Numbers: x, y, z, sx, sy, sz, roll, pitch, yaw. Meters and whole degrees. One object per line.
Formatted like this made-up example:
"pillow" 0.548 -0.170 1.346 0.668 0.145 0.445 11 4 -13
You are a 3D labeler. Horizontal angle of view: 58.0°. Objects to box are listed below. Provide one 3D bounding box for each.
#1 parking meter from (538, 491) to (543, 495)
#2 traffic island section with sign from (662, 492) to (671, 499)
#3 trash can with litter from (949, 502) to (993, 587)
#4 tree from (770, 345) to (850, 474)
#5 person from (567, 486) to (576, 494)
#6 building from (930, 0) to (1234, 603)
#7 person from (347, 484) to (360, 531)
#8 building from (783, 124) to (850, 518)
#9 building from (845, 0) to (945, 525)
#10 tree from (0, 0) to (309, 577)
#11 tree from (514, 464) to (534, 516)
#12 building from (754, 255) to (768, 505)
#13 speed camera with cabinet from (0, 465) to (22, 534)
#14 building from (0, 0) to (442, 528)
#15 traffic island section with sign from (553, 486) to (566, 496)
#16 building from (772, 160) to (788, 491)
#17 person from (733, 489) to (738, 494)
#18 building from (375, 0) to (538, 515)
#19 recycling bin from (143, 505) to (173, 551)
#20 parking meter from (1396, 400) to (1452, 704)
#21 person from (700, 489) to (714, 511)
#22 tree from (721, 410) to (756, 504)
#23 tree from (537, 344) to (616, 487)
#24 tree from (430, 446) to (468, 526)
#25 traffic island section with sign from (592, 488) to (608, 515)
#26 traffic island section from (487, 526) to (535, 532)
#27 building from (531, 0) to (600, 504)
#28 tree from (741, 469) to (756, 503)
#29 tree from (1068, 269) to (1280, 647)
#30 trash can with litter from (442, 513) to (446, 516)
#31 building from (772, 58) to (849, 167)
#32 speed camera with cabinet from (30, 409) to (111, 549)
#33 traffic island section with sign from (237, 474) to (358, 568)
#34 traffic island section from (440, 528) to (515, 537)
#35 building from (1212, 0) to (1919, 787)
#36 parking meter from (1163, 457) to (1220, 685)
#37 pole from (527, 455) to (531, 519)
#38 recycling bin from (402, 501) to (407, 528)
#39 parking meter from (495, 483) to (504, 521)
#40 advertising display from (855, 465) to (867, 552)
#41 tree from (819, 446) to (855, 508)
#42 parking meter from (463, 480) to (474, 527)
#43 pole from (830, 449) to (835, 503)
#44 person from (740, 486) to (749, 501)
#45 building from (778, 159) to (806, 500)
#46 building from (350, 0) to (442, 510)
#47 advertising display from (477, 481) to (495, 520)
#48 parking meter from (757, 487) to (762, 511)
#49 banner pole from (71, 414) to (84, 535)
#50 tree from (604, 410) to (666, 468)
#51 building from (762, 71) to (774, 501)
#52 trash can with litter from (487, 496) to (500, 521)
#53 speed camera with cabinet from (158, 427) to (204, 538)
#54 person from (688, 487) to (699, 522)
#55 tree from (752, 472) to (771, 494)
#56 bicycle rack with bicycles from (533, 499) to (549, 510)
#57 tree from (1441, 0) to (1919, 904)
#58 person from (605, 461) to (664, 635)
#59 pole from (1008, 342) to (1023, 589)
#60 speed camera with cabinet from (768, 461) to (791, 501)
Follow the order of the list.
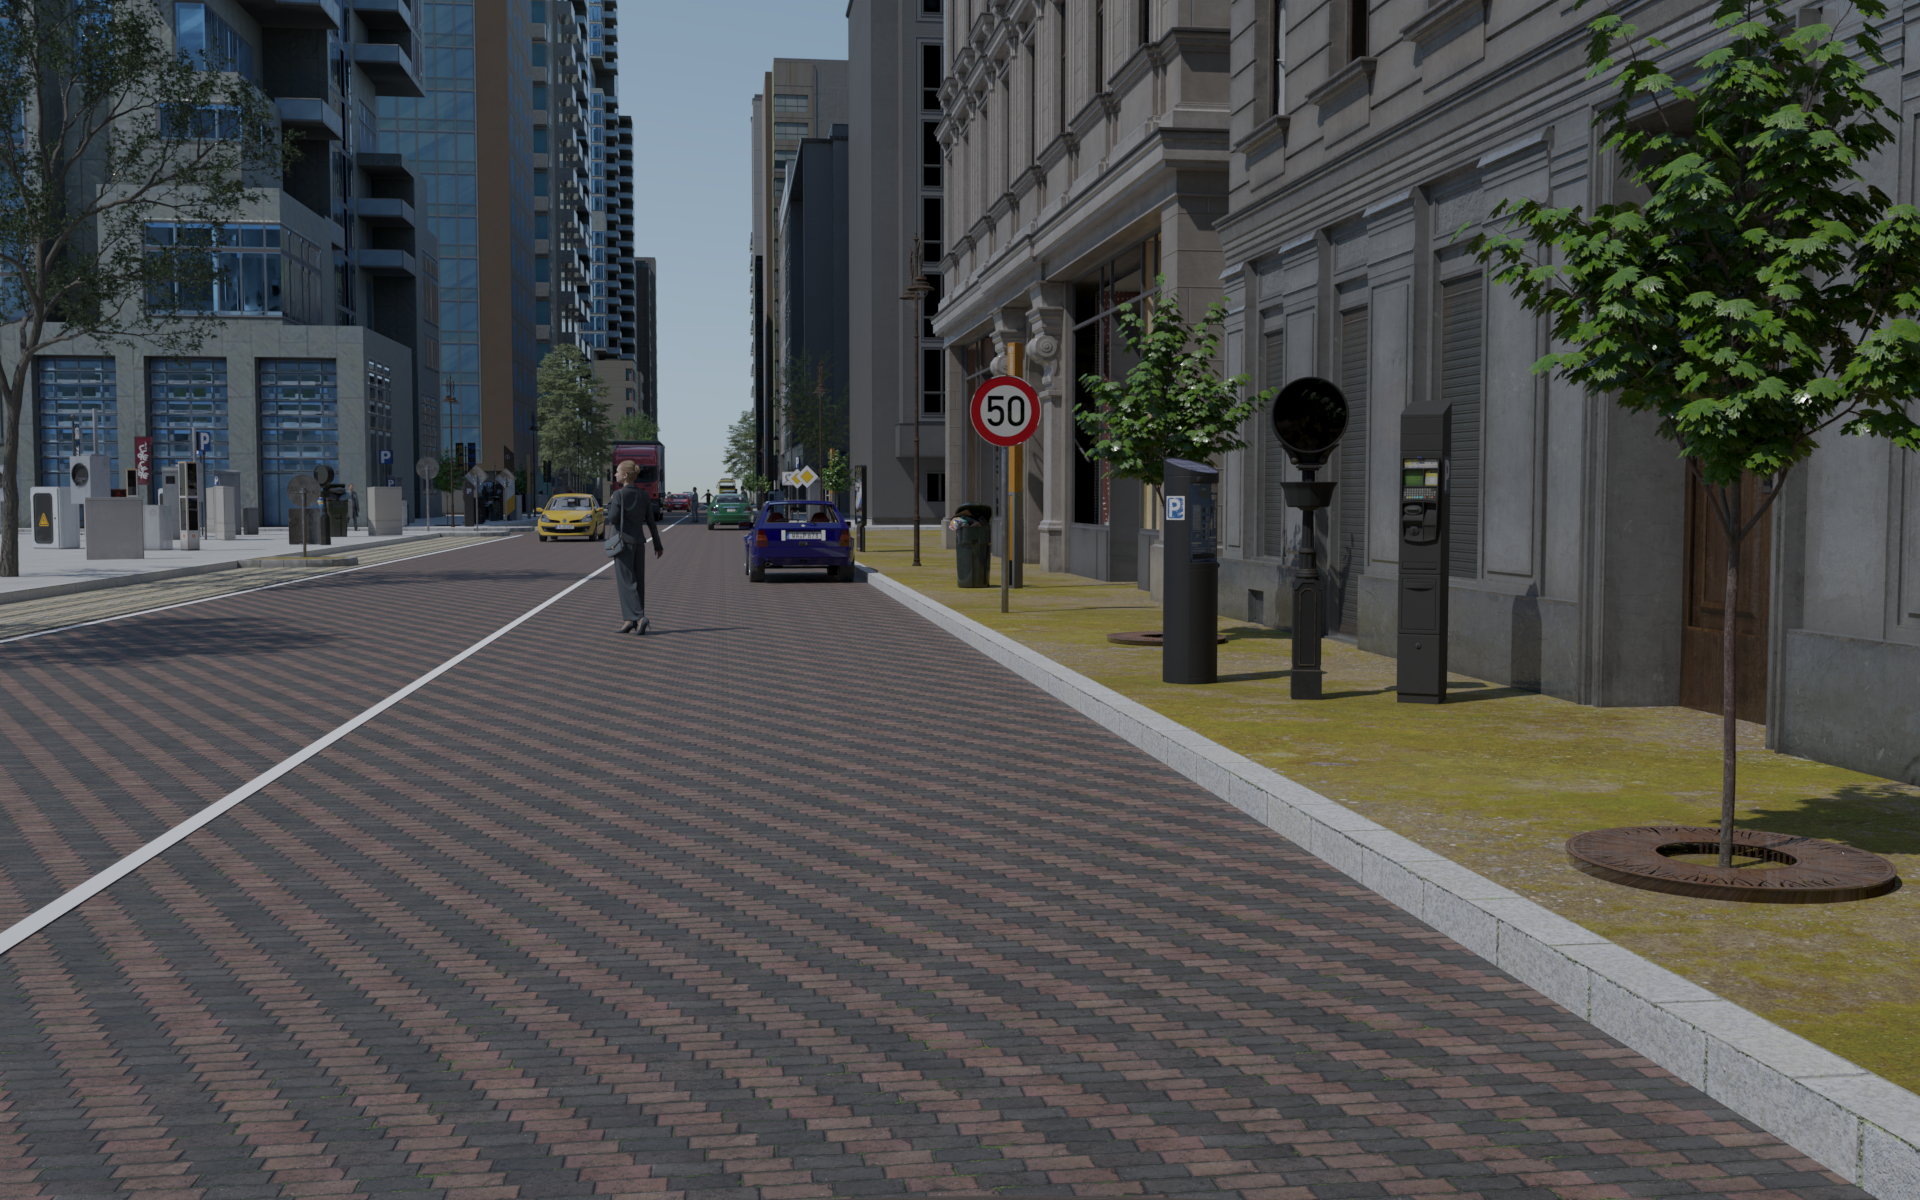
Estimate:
"parking meter" -30.165 -7.106 124.596 0.372 1.533 0.369 0 3 0
"traffic island section with sign" -45.985 -16.260 274.484 1.989 1.847 2.006 0 4 -8
"trash can with litter" 0.115 -0.768 23.947 0.624 1.170 1.055 0 4 -6
"tree" -7.400 -8.343 86.768 4.737 8.622 4.395 0 3 0
"person" -18.973 -4.658 84.637 0.580 1.828 0.573 2 4 28
"building" 4.128 -11.546 39.679 10.553 20.767 40.483 0 4 -8
"person" -22.475 -3.383 63.921 0.767 1.812 0.694 3 4 38
"building" -3.283 -17.636 107.411 14.314 24.678 30.058 0 4 -8
"building" 7.425 -17.358 77.305 24.014 27.812 14.314 0 4 -8
"tree" -14.587 -5.615 26.225 8.767 10.594 7.601 -2 4 -31
"tree" -25.316 -6.470 100.385 1.663 3.219 1.824 0 3 0
"building" -17.941 -26.879 211.180 14.160 30.474 14.107 0 4 -8
"speed camera with cabinet" -30.891 -3.730 55.326 2.038 3.252 0.660 2 4 27
"building" -36.039 -46.809 78.002 22.319 86.520 31.000 0 4 -8
"traffic island section with sign" -20.647 -4.949 89.549 1.989 1.847 2.006 0 4 -8
"building" -9.546 -23.340 153.316 14.160 30.474 14.107 0 4 -8
"person" -16.915 -7.497 130.887 0.447 1.846 0.655 -1 4 -15
"building" -34.942 -28.142 110.237 14.600 45.320 14.200 0 4 -8
"recycling bin" -18.489 -1.653 39.582 0.722 1.027 0.722 0 4 -4
"parking meter" 2.862 -0.304 10.677 0.255 1.863 0.399 2 4 25
"person" -21.764 -8.659 149.705 1.348 1.869 0.705 -1 4 -20
"tree" -28.479 -19.353 234.546 7.486 12.596 7.792 0 3 0
"tree" -29.961 -13.026 131.100 7.486 12.596 7.792 0 3 0
"tree" -20.495 -4.590 69.649 1.663 3.219 1.824 0 3 0
"traffic island section with sign" -24.306 -6.583 116.255 1.989 1.847 2.006 0 4 -8
"traffic island section" -17.530 -2.726 66.855 2.009 0.180 2.903 0 4 -8
"building" -44.982 -32.691 154.110 23.786 49.044 30.456 0 4 -8
"tree" -27.291 -14.905 227.410 4.285 4.588 4.351 0 3 0
"tree" 1.751 -1.254 15.104 1.663 3.219 1.824 0 3 0
"trash can with litter" -30.553 -5.441 100.023 2.233 1.210 1.678 1 4 13
"building" -10.983 -29.567 167.008 14.154 41.232 14.086 0 4 -8
"speed camera with cabinet" -20.704 -2.809 40.264 2.038 3.252 0.660 2 4 25
"traffic island section with sign" -13.117 -1.580 34.468 1.989 1.847 2.006 0 4 -8
"traffic island section" -16.446 -2.242 58.944 2.009 0.180 2.903 0 4 -8
"building" 8.569 -9.811 9.559 9.793 20.994 18.267 0 4 -8
"parking meter" 1.572 -0.207 11.798 0.372 1.533 0.369 0 3 0
"pole" -22.276 -5.848 89.463 0.158 3.312 0.155 0 3 0
"recycling bin" -21.654 -3.295 66.429 0.722 1.027 0.722 0 4 -4
"parking meter" -22.373 -4.792 84.068 0.399 1.863 0.255 -1 4 -13
"advertising display" -2.205 -2.036 38.497 0.123 1.923 0.974 -1 4 -13
"tree" -4.738 -4.521 68.518 1.663 3.219 1.824 0 3 0
"parking meter" -19.230 -3.795 67.754 0.399 1.863 0.255 -1 4 -23
"pole" -5.745 -5.150 78.049 0.158 3.312 0.155 0 3 0
"person" -10.599 -4.677 84.878 0.656 1.842 0.836 1 4 20
"building" -7.548 -19.269 133.067 12.078 24.808 19.932 0 4 -8
"building" -49.350 -53.251 183.326 22.319 86.520 31.000 0 4 -8
"advertising display" -23.433 -4.919 85.643 0.974 1.923 0.123 2 4 24
"parking meter" -15.622 -7.906 134.977 0.399 1.863 0.255 0 4 -2
"banner pole" -27.705 -3.934 54.331 0.401 3.779 0.863 -3 5 -43
"tree" -40.517 -17.743 215.850 9.928 11.665 9.643 0 3 0
"building" -13.533 -32.513 181.702 14.600 45.320 14.200 0 4 -8
"trash can with litter" -22.141 -4.321 82.036 0.624 1.170 1.055 -2 4 -24
"speed camera with cabinet" -23.135 -3.489 51.380 0.660 3.252 2.038 -3 5 -45
"person" -13.548 -4.852 88.034 0.583 1.804 0.606 -1 4 -10
"tree" -17.016 -9.450 149.113 1.663 3.219 1.824 0 3 0
"bicycle rack with bicycles" -31.834 -7.166 130.554 2.852 0.926 2.925 -2 4 -25
"tree" 2.723 -0.681 5.740 1.663 3.219 1.824 0 3 0
"person" -3.326 -0.538 17.725 0.534 1.772 0.576 1 4 17
"pole" 0.746 -1.811 23.448 0.158 3.312 0.155 0 3 0
"speed camera with cabinet" -10.866 -6.753 104.745 0.660 3.252 2.038 -2 4 -35
